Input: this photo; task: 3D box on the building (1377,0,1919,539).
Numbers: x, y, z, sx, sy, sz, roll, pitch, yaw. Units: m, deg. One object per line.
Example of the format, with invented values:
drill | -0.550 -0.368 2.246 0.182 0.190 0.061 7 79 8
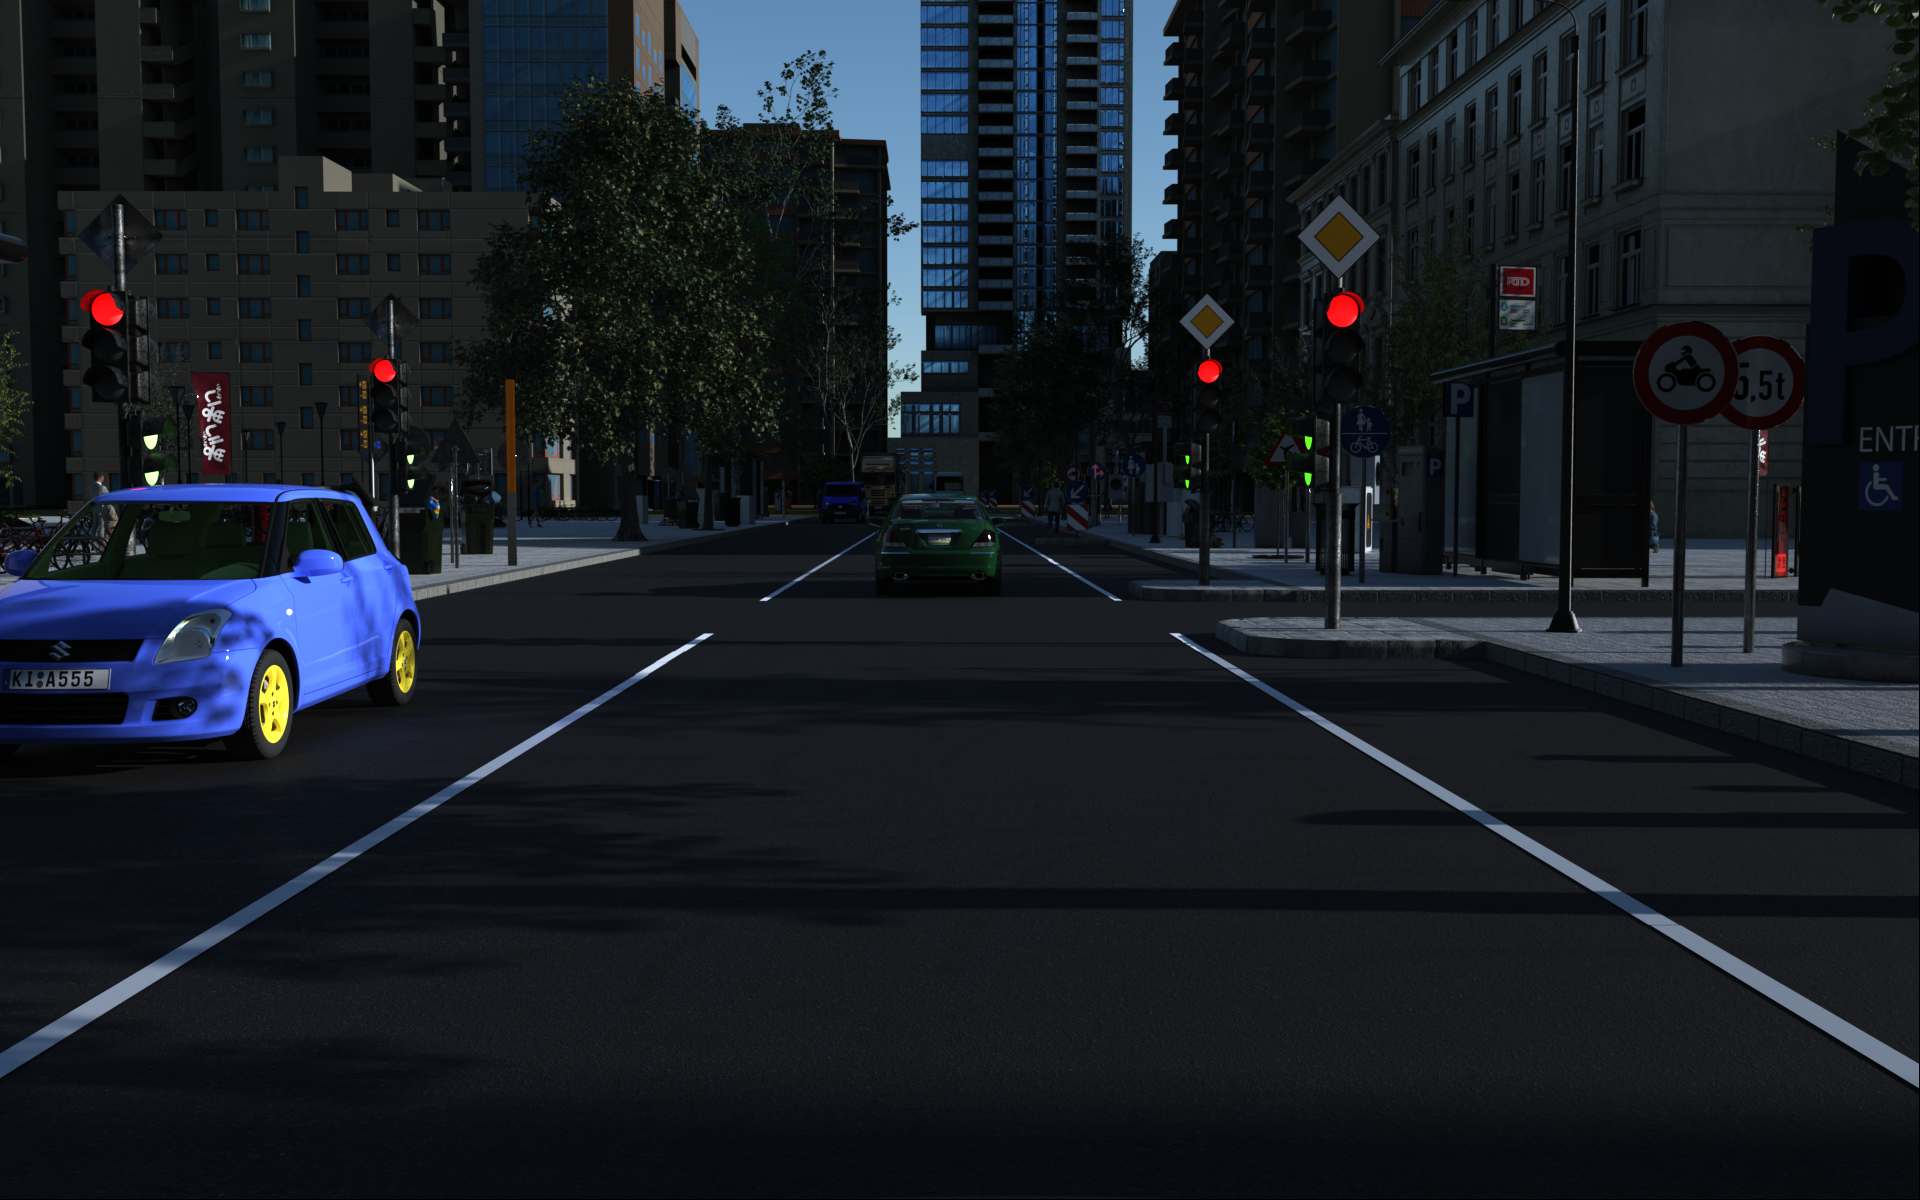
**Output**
building | 26.958 -14.074 63.388 16.112 22.955 30.059 0 4 -1

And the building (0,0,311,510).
building | -70.901 -32.188 149.968 21.600 48.544 21.300 0 4 -1

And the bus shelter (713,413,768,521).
bus shelter | -11.068 -6.646 86.300 2.179 5.291 8.768 0 4 -1

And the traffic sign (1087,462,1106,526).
traffic sign | 5.465 -4.228 69.233 0.768 2.556 0.104 0 4 4

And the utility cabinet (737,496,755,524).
utility cabinet | -9.073 -3.811 73.477 0.306 1.237 1.020 -3 5 -39

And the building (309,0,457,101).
building | -49.073 -32.202 150.210 21.600 48.544 21.300 0 4 -1

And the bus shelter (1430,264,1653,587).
bus shelter | 9.108 -3.079 27.969 2.179 5.291 8.768 0 4 -1

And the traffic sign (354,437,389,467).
traffic sign | -11.771 -2.140 34.728 0.795 2.593 0.064 1 4 9

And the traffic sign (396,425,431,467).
traffic sign | -10.194 -1.960 32.153 0.768 2.556 0.104 0 4 8

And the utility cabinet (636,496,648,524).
utility cabinet | -13.754 -3.854 74.169 1.020 1.237 0.306 3 5 44

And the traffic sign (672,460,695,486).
traffic sign | -10.552 -4.042 66.084 0.884 2.594 0.081 1 4 8

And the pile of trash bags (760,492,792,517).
pile of trash bags | -11.244 -5.399 98.026 3.447 1.369 1.912 -1 4 -11

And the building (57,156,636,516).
building | -37.729 -16.428 113.633 27.650 21.520 28.899 0 4 -1

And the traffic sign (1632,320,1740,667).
traffic sign | 5.334 -0.777 12.812 0.768 2.556 0.104 0 4 4

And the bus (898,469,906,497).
bus | -6.205 -9.912 153.614 2.896 3.916 12.252 0 4 0

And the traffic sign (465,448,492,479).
traffic sign | -10.733 -2.232 38.616 0.606 2.300 0.079 0 4 1

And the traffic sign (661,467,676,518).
traffic sign | -13.771 -5.005 81.938 0.768 2.556 0.104 0 4 8

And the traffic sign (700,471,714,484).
traffic sign | -13.915 -5.816 95.191 0.768 2.556 0.104 0 4 0

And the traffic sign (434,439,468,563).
traffic sign | -9.424 -1.833 32.098 0.606 2.300 0.079 0 3 0

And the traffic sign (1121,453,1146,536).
traffic sign | 5.355 -3.257 53.354 0.768 2.556 0.104 0 4 7

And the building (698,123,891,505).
building | -22.887 -33.811 207.430 28.867 44.769 22.147 0 4 -1

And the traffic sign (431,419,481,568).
traffic sign | -8.689 -1.826 29.858 0.884 2.594 0.081 0 4 3

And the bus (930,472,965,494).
bus | -1.062 -9.478 149.827 2.948 3.499 13.247 0 4 -2

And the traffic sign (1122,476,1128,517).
traffic sign | 9.045 -5.757 96.258 0.606 2.300 0.079 0 4 1

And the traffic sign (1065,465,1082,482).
traffic sign | 5.008 -4.666 76.397 0.768 2.556 0.104 0 4 7

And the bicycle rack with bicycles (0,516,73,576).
bicycle rack with bicycles | -14.496 -0.866 27.534 2.925 0.926 2.852 -3 4 -37

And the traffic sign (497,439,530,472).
traffic sign | -10.279 -2.432 39.873 0.768 2.556 0.104 0 4 5

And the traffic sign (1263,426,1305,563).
traffic sign | 6.054 -1.962 32.084 0.884 2.594 0.081 0 4 3

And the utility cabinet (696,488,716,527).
utility cabinet | -10.125 -3.593 67.416 1.173 1.500 0.318 3 5 41

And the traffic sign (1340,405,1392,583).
traffic sign | 5.806 -1.519 24.949 0.768 2.556 0.104 0 4 6

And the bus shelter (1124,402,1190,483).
bus shelter | 8.154 -5.817 72.747 2.179 5.291 8.768 0 4 -1

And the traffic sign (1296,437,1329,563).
traffic sign | 6.505 -1.972 32.345 0.768 2.556 0.104 0 4 6

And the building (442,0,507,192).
building | -30.868 -29.626 134.499 14.600 45.320 14.200 0 4 -1

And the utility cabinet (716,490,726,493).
utility cabinet | -13.550 -5.357 96.262 1.173 1.500 0.318 -2 4 -34

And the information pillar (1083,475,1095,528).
information pillar | 4.824 -3.739 65.620 0.304 2.012 0.304 -1 4 -8

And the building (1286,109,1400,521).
building | 24.530 -15.460 88.929 11.583 22.565 21.152 0 4 -1

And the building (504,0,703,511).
building | -31.225 -30.863 154.716 14.200 45.320 14.600 0 4 -1

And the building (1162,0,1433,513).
building | 28.949 -30.119 147.076 22.147 44.769 28.867 0 4 -1

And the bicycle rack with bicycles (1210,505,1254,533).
bicycle rack with bicycles | 8.566 -2.771 58.682 2.925 0.926 2.852 0 4 -7

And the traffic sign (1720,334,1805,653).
traffic sign | 6.374 -0.845 13.923 0.768 2.556 0.104 0 4 3

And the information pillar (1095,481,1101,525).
information pillar | 5.621 -4.089 71.353 0.304 2.012 0.304 0 4 -7

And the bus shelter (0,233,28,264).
bus shelter | -8.631 -1.964 9.737 2.179 5.291 8.768 0 4 0

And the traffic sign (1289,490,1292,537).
traffic sign | 9.903 -3.168 51.903 0.768 2.556 0.104 0 4 0
